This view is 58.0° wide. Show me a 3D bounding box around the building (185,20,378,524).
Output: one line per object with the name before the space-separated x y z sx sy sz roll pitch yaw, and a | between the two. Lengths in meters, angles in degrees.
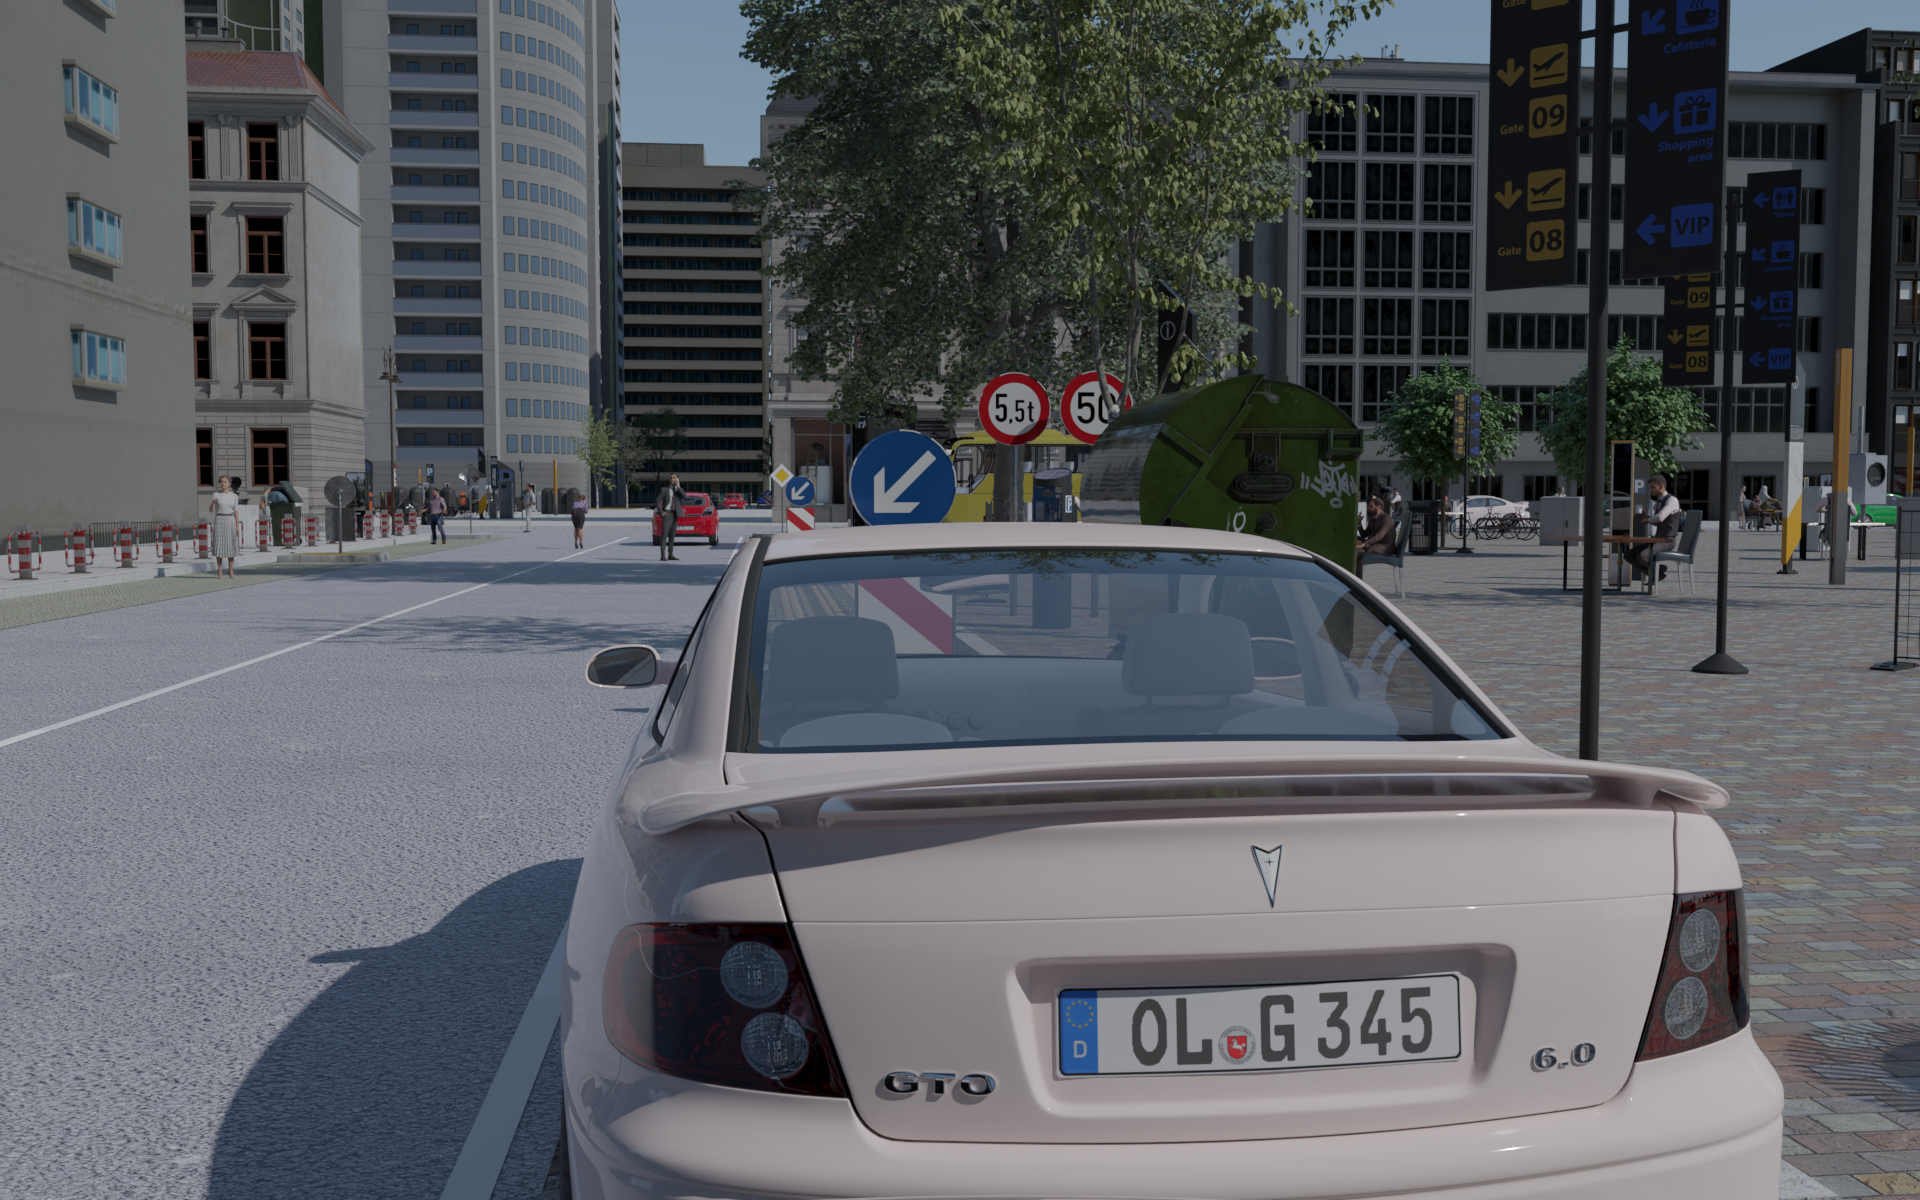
building | -38.181 -14.780 77.818 21.152 22.565 11.583 0 4 -7

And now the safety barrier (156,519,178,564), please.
safety barrier | -14.663 -1.086 32.033 0.300 0.817 1.120 0 4 -7

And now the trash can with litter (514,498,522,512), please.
trash can with litter | -31.855 -6.883 123.928 1.055 1.170 0.624 -3 5 -39

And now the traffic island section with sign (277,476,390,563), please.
traffic island section with sign | -13.272 -1.728 36.887 1.989 1.847 2.006 0 4 -7

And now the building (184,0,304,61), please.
building | -100.998 -48.644 233.586 20.611 71.187 20.563 0 4 -7

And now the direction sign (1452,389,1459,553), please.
direction sign | 10.986 -2.790 37.618 0.876 3.537 0.379 -3 4 -36

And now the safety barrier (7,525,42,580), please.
safety barrier | -13.942 -0.706 25.824 0.300 0.817 1.120 0 4 -7

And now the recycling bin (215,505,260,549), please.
recycling bin | -16.929 -1.713 40.568 0.722 1.027 0.722 3 4 36

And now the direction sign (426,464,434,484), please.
direction sign | -39.640 -8.419 129.654 0.876 3.537 0.379 3 4 38

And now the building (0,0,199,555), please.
building | -30.728 -25.200 35.716 21.600 48.544 21.300 0 4 -7

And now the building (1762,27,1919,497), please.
building | 50.408 -15.769 87.508 15.834 23.373 12.332 0 4 -7

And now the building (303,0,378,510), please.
building | -44.071 -37.425 153.903 21.231 58.520 28.212 0 4 -7

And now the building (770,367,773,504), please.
building | -12.669 -24.719 249.196 28.899 21.520 27.650 0 4 -7

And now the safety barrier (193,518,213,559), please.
safety barrier | -14.901 -1.213 34.101 0.300 0.817 1.120 0 4 -7

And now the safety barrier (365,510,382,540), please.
safety barrier | -16.576 -2.097 48.561 0.300 0.817 1.120 0 4 -7

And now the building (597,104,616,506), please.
building | -42.896 -30.105 175.817 14.154 41.232 14.086 0 4 -7

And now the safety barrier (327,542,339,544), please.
safety barrier | -16.102 -1.844 44.428 0.300 0.817 1.120 0 4 -7

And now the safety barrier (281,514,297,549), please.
safety barrier | -15.621 -1.592 40.297 0.300 0.817 1.120 0 4 -7

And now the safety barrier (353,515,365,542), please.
safety barrier | -16.338 -1.971 46.494 0.300 0.817 1.120 0 4 -7

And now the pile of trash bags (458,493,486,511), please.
pile of trash bags | -37.255 -7.448 131.522 1.912 1.369 3.447 0 4 4

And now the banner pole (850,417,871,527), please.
banner pole | -2.877 -3.646 49.632 0.863 3.779 0.401 1 4 10

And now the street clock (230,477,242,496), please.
street clock | -29.997 -4.106 71.710 0.358 2.002 0.471 3 4 38

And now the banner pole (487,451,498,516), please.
banner pole | -26.968 -6.712 99.766 0.863 3.779 0.401 1 4 16

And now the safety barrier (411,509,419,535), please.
safety barrier | -17.301 -2.477 54.770 0.300 0.817 1.120 0 4 -7

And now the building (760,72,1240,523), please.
building | -7.489 -14.056 80.730 40.483 20.767 10.553 0 4 -7

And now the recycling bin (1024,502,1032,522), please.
recycling bin | 1.960 -2.487 53.210 0.722 1.027 0.722 2 4 31

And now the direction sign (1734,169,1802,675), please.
direction sign | 5.480 -1.246 12.377 0.876 3.537 0.379 2 4 30

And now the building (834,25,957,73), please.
building | -4.161 -28.772 154.013 14.154 41.232 14.086 0 4 -7

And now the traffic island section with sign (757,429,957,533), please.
traffic island section with sign | -0.538 -0.169 11.386 1.989 1.847 2.006 0 4 -7

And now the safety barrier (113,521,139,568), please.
safety barrier | -14.424 -0.960 29.968 0.300 0.817 1.120 0 4 -7

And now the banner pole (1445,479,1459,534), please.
banner pole | 15.788 -4.006 55.519 0.401 3.779 0.863 -1 4 -14

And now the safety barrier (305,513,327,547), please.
safety barrier | -15.861 -1.718 42.362 0.300 0.817 1.120 0 4 -7

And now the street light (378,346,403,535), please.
street light | -17.728 -4.970 54.041 0.468 5.910 1.993 0 4 -7

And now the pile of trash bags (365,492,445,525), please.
pile of trash bags | -23.039 -3.775 71.466 3.447 1.369 1.912 -1 4 -12

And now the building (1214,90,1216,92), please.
building | 36.894 -35.855 205.830 30.456 49.044 23.786 0 4 -7

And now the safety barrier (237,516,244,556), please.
safety barrier | -15.142 -1.339 36.166 0.300 0.817 1.120 0 4 -7

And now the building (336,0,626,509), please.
building | -52.839 -40.029 196.478 28.212 58.520 21.231 0 4 -7

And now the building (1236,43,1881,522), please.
building | 27.505 -16.313 85.779 30.058 24.678 14.314 0 4 -7

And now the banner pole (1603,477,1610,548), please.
banner pole | 15.613 -3.157 41.626 0.863 3.779 0.401 0 4 -1

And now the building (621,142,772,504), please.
building | -37.377 -37.832 242.253 21.600 48.544 21.300 0 4 -7

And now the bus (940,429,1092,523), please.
bus | 4.867 -4.579 66.411 12.252 3.916 2.896 0 4 -8

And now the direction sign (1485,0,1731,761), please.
direction sign | 2.353 -0.880 6.393 0.876 3.537 0.379 3 5 43

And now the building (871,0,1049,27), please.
building | -2.333 -44.801 170.741 20.563 71.187 20.611 0 4 -7

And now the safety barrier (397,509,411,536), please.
safety barrier | -17.057 -2.350 52.692 0.300 0.817 1.120 0 4 -7

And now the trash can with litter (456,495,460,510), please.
trash can with litter | -40.236 -7.743 137.652 2.233 1.210 1.678 1 4 17

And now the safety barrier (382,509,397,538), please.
safety barrier | -16.819 -2.223 50.626 0.300 0.817 1.120 0 4 -7

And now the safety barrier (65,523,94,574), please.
safety barrier | -14.182 -0.833 27.901 0.300 0.817 1.120 0 4 -7

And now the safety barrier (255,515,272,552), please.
safety barrier | -15.382 -1.465 38.232 0.300 0.817 1.120 0 4 -7
